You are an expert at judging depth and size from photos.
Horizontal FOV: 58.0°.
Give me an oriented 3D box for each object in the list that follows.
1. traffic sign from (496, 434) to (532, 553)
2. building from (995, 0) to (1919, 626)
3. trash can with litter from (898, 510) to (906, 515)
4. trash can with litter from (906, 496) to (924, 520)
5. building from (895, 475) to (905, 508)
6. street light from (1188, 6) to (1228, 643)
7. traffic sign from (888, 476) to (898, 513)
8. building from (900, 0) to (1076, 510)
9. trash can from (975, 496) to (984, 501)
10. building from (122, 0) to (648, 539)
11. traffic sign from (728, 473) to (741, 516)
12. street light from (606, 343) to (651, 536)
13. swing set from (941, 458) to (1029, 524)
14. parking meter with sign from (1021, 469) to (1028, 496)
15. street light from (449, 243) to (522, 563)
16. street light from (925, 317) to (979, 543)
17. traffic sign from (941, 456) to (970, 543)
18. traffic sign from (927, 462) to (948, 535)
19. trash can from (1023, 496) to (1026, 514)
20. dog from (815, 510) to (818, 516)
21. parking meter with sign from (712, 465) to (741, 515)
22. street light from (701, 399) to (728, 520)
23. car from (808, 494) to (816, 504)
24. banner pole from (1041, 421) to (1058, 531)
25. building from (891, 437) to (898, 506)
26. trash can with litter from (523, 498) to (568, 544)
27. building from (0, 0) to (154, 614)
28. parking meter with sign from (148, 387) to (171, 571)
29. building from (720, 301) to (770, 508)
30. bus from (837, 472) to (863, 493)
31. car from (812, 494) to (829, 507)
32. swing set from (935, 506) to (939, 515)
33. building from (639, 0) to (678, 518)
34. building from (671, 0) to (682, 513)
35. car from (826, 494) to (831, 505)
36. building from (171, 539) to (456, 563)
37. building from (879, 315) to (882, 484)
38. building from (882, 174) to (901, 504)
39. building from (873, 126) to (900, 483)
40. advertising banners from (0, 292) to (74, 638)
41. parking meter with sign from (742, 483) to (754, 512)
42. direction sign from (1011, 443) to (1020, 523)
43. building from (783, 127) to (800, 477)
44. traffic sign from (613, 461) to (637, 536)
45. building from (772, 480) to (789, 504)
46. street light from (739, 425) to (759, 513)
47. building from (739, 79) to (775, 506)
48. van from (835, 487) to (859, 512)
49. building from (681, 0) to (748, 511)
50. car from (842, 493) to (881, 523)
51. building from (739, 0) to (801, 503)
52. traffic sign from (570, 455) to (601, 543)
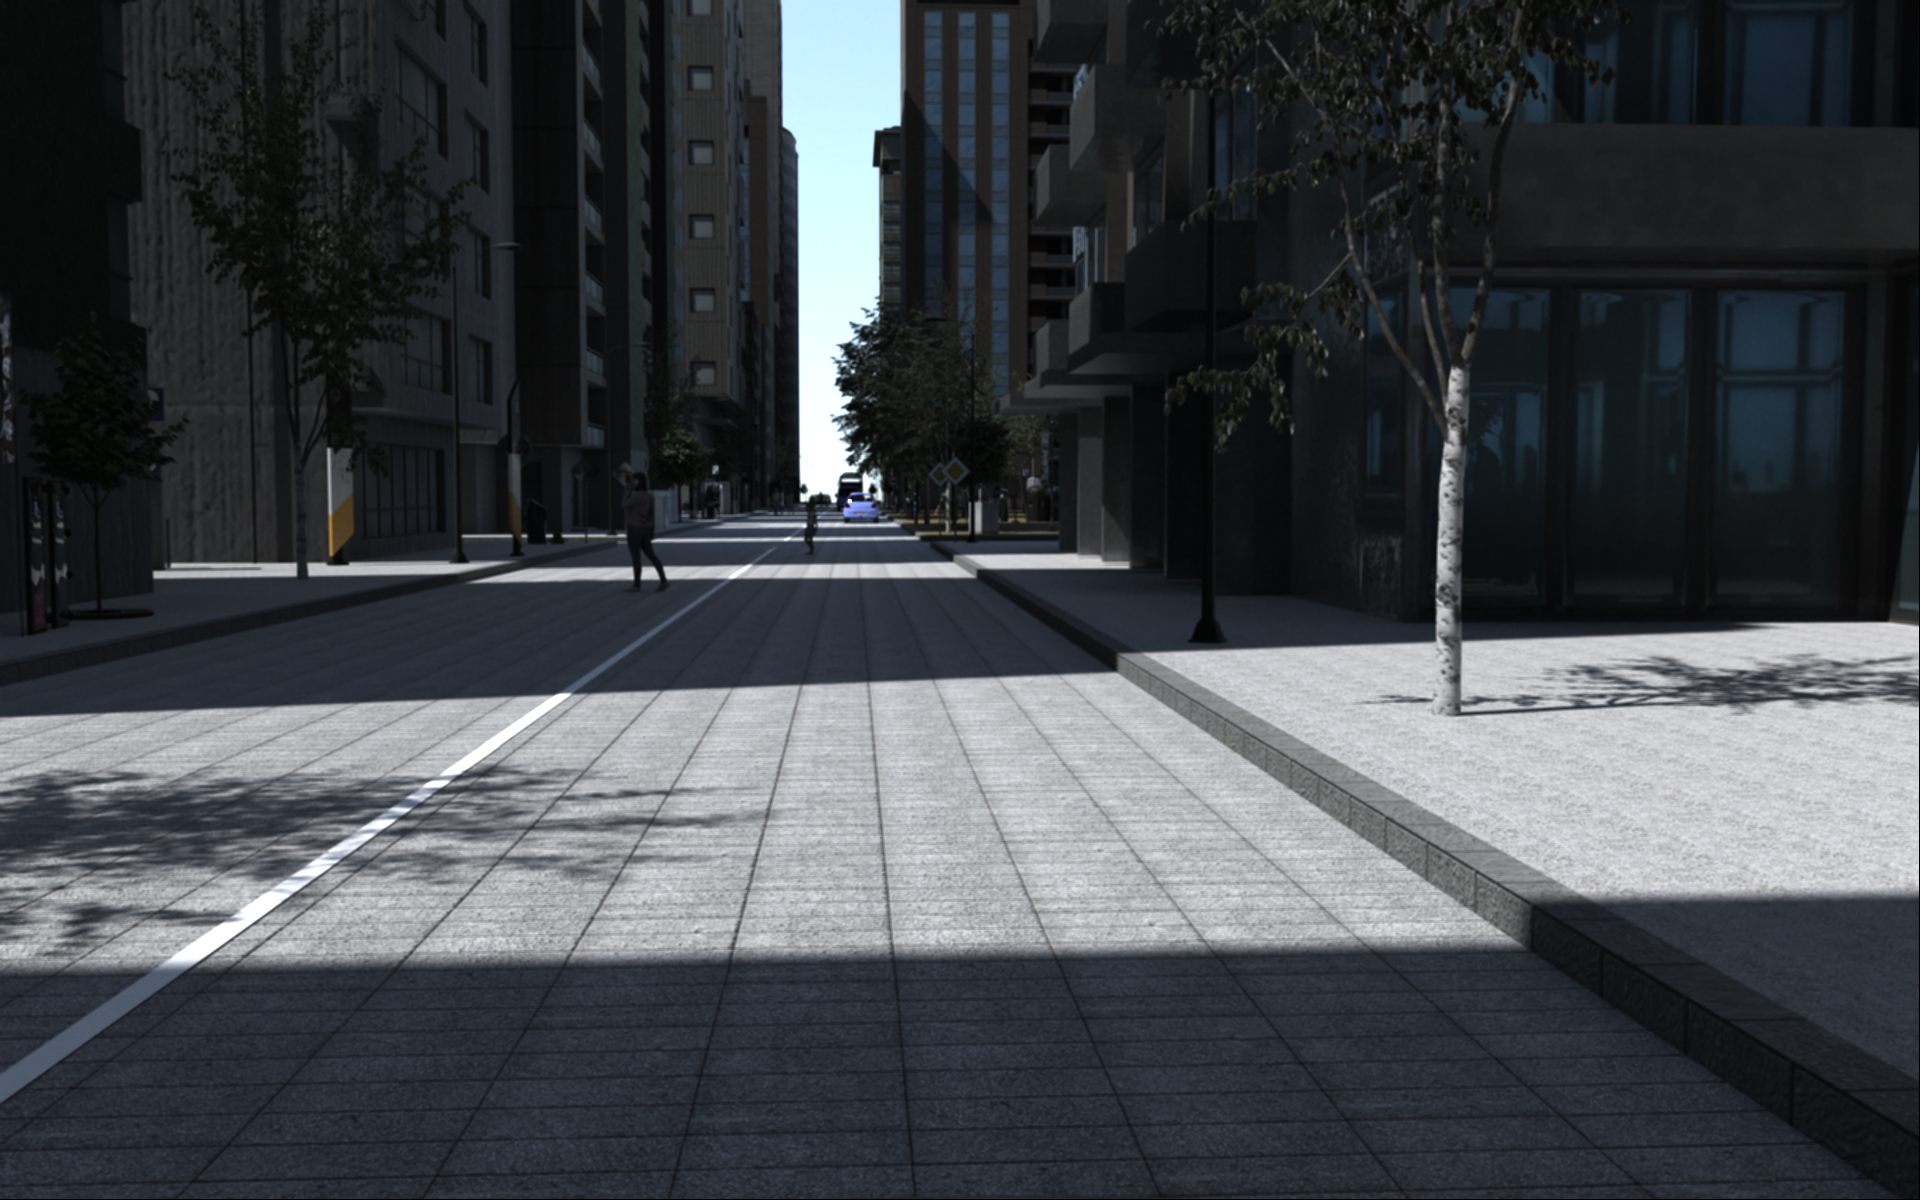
[{"bbox_3d":[-9.301,-2.202,36.117,0.768,2.556,0.104,0,4,6],"label":"traffic sign"},{"bbox_3d":[13.139,-25.051,29.189,23.786,49.044,30.456,0,4,-4],"label":"building"},{"bbox_3d":[-3.314,-5.916,108.110,1.055,1.170,0.624,-1,4,-16],"label":"trash can with litter"},{"bbox_3d":[-2.115,-4.717,88.511,0.624,1.170,1.055,-2,4,-30],"label":"trash can with litter"},{"bbox_3d":[10.218,-28.724,161.517,32.217,40.220,23.993,0,4,-4],"label":"building"},{"bbox_3d":[1.613,-2.587,14.841,1.470,5.913,1.316,0,4,-4],"label":"street light"},{"bbox_3d":[-4.592,-7.278,119.093,0.768,2.556,0.104,0,4,-3],"label":"traffic sign"},{"bbox_3d":[2.236,-30.071,141.768,14.600,45.320,14.200,0,4,-4],"label":"building"},{"bbox_3d":[1.435,-7.033,126.634,0.748,1.137,0.748,0,3,0],"label":"trash can"},{"bbox_3d":[-18.758,-22.968,59.120,14.154,41.232,14.086,0,4,-4],"label":"building"},{"bbox_3d":[-13.491,-6.330,103.606,0.768,2.556,0.104,0,4,2],"label":"traffic sign"},{"bbox_3d":[-10.188,-4.934,53.219,1.470,5.913,1.316,0,4,-4],"label":"street light"},{"bbox_3d":[1.205,-4.745,75.199,3.119,2.851,2.862,-1,4,-22],"label":"swing set"},{"bbox_3d":[4.931,-7.438,117.867,0.543,3.016,1.738,-3,4,-36],"label":"parking meter with sign"},{"bbox_3d":[-8.813,-3.648,32.194,1.470,5.913,1.316,0,4,-4],"label":"street light"},{"bbox_3d":[-0.206,-4.472,45.661,1.470,5.913,1.316,0,4,-4],"label":"street light"},{"bbox_3d":[-0.123,-2.573,45.716,0.795,2.450,0.064,0,4,-4],"label":"traffic sign"},{"bbox_3d":[-0.619,-3.061,53.685,0.795,2.450,0.064,0,4,-4],"label":"traffic sign"},{"bbox_3d":[4.268,-5.991,109.611,0.748,1.137,0.748,0,3,0],"label":"trash can"},{"bbox_3d":[-9.595,-5.758,114.337,0.550,0.427,0.748,0,4,5],"label":"dog"},{"bbox_3d":[-14.273,-6.665,105.234,0.543,3.016,1.738,2,4,33],"label":"parking meter with sign"},{"bbox_3d":[-12.020,-6.863,84.755,1.470,5.913,1.316,0,4,-4],"label":"street light"},{"bbox_3d":[-18.964,-13.214,228.054,2.014,1.417,4.499,0,4,-2],"label":"car"},{"bbox_3d":[3.024,-4.252,59.540,0.401,3.779,0.863,3,5,41],"label":"banner pole"},{"bbox_3d":[3.983,-53.489,187.215,22.319,86.520,31.000,0,4,-4],"label":"building"},{"bbox_3d":[-10.670,-2.031,44.587,1.055,1.170,0.624,-2,4,-24],"label":"trash can with litter"},{"bbox_3d":[-17.076,-14.840,14.344,14.160,30.474,14.107,0,4,-4],"label":"building"},{"bbox_3d":[-13.586,-2.010,29.122,0.543,3.016,1.738,-1,4,-20],"label":"parking meter with sign"},{"bbox_3d":[-33.142,-19.816,169.037,27.650,21.520,28.899,0,4,-4],"label":"building"},{"bbox_3d":[-12.394,-12.512,196.124,2.896,3.916,12.252,0,4,-5],"label":"bus"},{"bbox_3d":[-16.076,-11.603,199.928,2.015,1.641,3.980,0,4,-3],"label":"car"},{"bbox_3d":[0.389,-6.532,104.421,2.862,2.851,3.119,-2,4,-24],"label":"swing set"},{"bbox_3d":[-22.368,-19.399,88.867,14.160,30.474,14.107,0,4,-4],"label":"building"},{"bbox_3d":[-25.315,-28.151,110.386,14.600,45.320,14.200,0,4,-4],"label":"building"},{"bbox_3d":[-18.581,-13.983,237.424,1.959,1.807,4.718,0,4,-3],"label":"car"},{"bbox_3d":[-18.011,-21.646,37.504,14.086,41.232,14.154,0,4,-4],"label":"building"},{"bbox_3d":[-1.649,-37.856,273.572,22.147,44.769,28.867,0,4,-4],"label":"building"},{"bbox_3d":[-3.021,-33.048,223.932,14.154,41.232,14.086,0,4,-4],"label":"building"},{"bbox_3d":[2.214,-40.131,245.385,28.713,52.752,27.495,0,4,-4],"label":"building"},{"bbox_3d":[-8.506,-1.205,15.898,0.090,3.025,2.074,-1,4,-13],"label":"advertising banners"},{"bbox_3d":[-15.440,-7.755,123.050,1.738,3.016,0.543,2,4,25],"label":"parking meter with sign"},{"bbox_3d":[2.499,-5.249,77.818,0.379,3.537,0.876,-1,4,-16],"label":"direction sign"},{"bbox_3d":[-36.031,-44.515,269.816,21.231,58.520,28.212,0,4,-4],"label":"building"},{"bbox_3d":[-10.246,-3.025,53.108,0.795,2.450,0.064,0,4,-4],"label":"traffic sign"},{"bbox_3d":[-38.520,-32.484,222.987,32.217,40.220,23.993,0,4,-4],"label":"building"},{"bbox_3d":[-14.089,-8.761,115.791,1.470,5.913,1.316,0,4,-4],"label":"street light"},{"bbox_3d":[-27.786,-33.080,190.963,14.600,45.320,14.200,0,4,-4],"label":"building"},{"bbox_3d":[-9.208,-8.479,143.021,2.240,2.365,5.245,0,4,-4],"label":"van"},{"bbox_3d":[-31.553,-33.685,139.984,28.713,52.752,27.495,0,4,-4],"label":"building"},{"bbox_3d":[-4.897,-4.686,86.211,1.945,1.707,3.694,0,4,-2],"label":"car"},{"bbox_3d":[-33.200,-49.354,245.193,20.563,71.187,20.611,0,4,-4],"label":"building"},{"bbox_3d":[-9.750,-2.538,45.138,0.795,2.450,0.064,0,4,-4],"label":"traffic sign"}]
